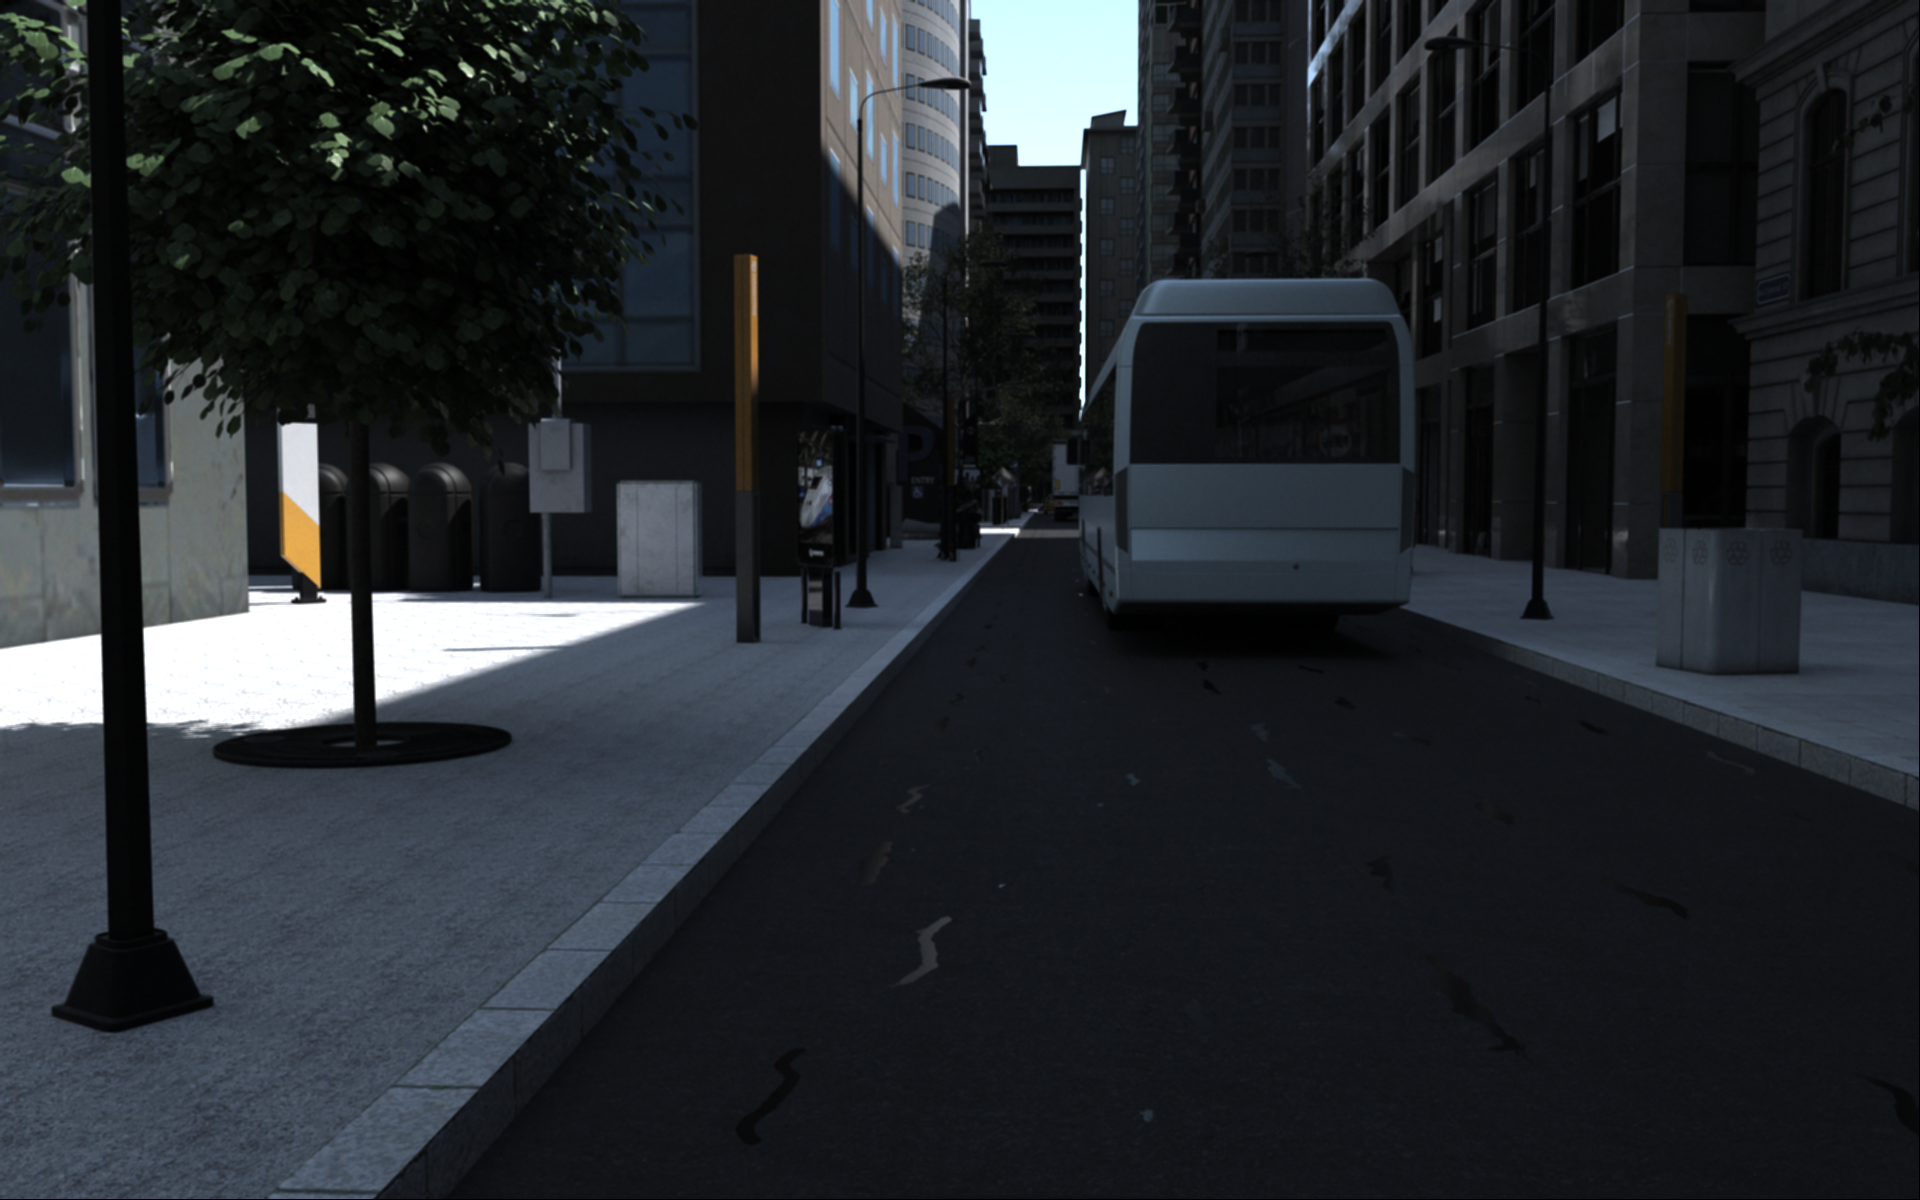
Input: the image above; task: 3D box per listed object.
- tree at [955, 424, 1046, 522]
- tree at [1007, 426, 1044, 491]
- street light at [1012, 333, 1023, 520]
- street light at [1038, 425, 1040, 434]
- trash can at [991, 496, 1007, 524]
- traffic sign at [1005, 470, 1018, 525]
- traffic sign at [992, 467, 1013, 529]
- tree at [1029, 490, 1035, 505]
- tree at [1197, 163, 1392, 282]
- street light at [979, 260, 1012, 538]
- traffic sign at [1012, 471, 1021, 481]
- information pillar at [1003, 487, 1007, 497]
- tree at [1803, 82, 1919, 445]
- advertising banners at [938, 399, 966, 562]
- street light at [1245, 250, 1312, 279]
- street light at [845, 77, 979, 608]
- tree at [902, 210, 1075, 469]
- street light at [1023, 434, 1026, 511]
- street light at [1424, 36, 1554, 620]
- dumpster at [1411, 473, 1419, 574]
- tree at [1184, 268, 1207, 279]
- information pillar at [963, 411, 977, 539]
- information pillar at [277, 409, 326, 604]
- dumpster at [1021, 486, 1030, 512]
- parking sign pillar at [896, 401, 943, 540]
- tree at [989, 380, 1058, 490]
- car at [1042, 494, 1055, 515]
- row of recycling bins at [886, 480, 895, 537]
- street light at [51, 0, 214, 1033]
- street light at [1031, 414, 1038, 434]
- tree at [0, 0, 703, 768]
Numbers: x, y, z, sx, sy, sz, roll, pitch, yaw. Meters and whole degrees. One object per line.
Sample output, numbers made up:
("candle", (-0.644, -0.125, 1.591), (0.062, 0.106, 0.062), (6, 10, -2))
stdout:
("tree", (1.115, -5.891, 80.030), (4.285, 4.588, 4.351), (0, 3, 0))
("tree", (5.810, -12.811, 159.827), (4.737, 8.622, 4.395), (0, 3, 0))
("street light", (1.012, -4.749, 50.185), (1.470, 5.913, 1.316), (0, 4, 3))
("street light", (3.769, -7.834, 100.626), (1.470, 5.913, 1.316), (0, 4, 3))
("trash can", (1.689, -3.814, 74.017), (0.748, 1.137, 0.748), (0, 3, 0))
("traffic sign", (1.978, -4.131, 71.187), (0.795, 2.450, 0.064), (0, 4, 3))
("traffic sign", (1.552, -3.643, 63.213), (0.795, 2.450, 0.064), (0, 4, 3))
("tree", (8.194, -12.917, 205.793), (1.663, 3.219, 1.824), (0, 3, 0))
("tree", (7.379, -5.355, 37.911), (4.360, 8.622, 3.978), (0, 3, 0))
("street light", (0.242, -3.796, 34.612), (1.470, 5.913, 1.316), (0, 4, 3))
("traffic sign", (2.932, -5.773, 94.501), (0.768, 2.556, 0.104), (1, 4, 13))
("information pillar", (2.454, -6.112, 91.278), (0.504, 3.616, 0.183), (-2, 4, -32))
("tree", (5.372, -3.487, 7.370), (4.360, 8.622, 3.978), (0, 3, 0))
("advertising banners", (-0.146, -2.253, 33.027), (0.090, 3.025, 2.074), (-1, 4, -13))
("street light", (6.141, -3.708, 33.166), (1.470, 5.913, 1.316), (0, 4, 3))
("street light", (-0.579, -2.871, 19.484), (1.470, 5.913, 1.316), (0, 4, 3))
("tree", (0.218, -7.472, 56.573), (7.601, 10.594, 8.767), (0, 4, -7))
("street light", (2.023, -6.022, 71.002), (1.470, 5.913, 1.316), (0, 4, 3))
("street light", (5.416, -2.764, 17.731), (1.470, 5.913, 1.316), (0, 4, 3))
("dumpster", (6.646, -1.360, 27.993), (1.264, 1.857, 1.865), (0, 4, 3))
("tree", (8.070, -6.461, 55.993), (4.737, 8.622, 4.395), (0, 3, 0))
("information pillar", (0.222, -3.517, 48.865), (0.504, 3.616, 0.183), (-1, 4, -9))
("information pillar", (-7.713, -1.765, 20.210), (0.183, 3.616, 0.504), (2, 4, 35))
("dumpster", (4.150, -7.279, 121.497), (1.502, 2.255, 1.985), (0, 4, 3))
("parking sign pillar", (-1.132, -3.702, 48.999), (1.447, 3.967, 1.447), (1, 4, 19))
("tree", (3.846, -9.873, 111.791), (4.360, 8.622, 3.978), (0, 3, 0))
("car", (6.813, -6.884, 122.769), (2.015, 1.641, 3.980), (0, 4, 2))
("row of recycling bins", (-3.507, -2.762, 52.276), (3.534, 1.692, 1.069), (1, 4, 22))
("street light", (-1.516, -1.930, 4.091), (1.470, 5.913, 1.316), (0, 4, 3))
("street light", (2.971, -6.923, 85.738), (1.470, 5.913, 1.316), (0, 4, 3))
("tree", (-2.936, -1.527, 8.674), (4.285, 4.588, 4.351), (0, 3, 0))
